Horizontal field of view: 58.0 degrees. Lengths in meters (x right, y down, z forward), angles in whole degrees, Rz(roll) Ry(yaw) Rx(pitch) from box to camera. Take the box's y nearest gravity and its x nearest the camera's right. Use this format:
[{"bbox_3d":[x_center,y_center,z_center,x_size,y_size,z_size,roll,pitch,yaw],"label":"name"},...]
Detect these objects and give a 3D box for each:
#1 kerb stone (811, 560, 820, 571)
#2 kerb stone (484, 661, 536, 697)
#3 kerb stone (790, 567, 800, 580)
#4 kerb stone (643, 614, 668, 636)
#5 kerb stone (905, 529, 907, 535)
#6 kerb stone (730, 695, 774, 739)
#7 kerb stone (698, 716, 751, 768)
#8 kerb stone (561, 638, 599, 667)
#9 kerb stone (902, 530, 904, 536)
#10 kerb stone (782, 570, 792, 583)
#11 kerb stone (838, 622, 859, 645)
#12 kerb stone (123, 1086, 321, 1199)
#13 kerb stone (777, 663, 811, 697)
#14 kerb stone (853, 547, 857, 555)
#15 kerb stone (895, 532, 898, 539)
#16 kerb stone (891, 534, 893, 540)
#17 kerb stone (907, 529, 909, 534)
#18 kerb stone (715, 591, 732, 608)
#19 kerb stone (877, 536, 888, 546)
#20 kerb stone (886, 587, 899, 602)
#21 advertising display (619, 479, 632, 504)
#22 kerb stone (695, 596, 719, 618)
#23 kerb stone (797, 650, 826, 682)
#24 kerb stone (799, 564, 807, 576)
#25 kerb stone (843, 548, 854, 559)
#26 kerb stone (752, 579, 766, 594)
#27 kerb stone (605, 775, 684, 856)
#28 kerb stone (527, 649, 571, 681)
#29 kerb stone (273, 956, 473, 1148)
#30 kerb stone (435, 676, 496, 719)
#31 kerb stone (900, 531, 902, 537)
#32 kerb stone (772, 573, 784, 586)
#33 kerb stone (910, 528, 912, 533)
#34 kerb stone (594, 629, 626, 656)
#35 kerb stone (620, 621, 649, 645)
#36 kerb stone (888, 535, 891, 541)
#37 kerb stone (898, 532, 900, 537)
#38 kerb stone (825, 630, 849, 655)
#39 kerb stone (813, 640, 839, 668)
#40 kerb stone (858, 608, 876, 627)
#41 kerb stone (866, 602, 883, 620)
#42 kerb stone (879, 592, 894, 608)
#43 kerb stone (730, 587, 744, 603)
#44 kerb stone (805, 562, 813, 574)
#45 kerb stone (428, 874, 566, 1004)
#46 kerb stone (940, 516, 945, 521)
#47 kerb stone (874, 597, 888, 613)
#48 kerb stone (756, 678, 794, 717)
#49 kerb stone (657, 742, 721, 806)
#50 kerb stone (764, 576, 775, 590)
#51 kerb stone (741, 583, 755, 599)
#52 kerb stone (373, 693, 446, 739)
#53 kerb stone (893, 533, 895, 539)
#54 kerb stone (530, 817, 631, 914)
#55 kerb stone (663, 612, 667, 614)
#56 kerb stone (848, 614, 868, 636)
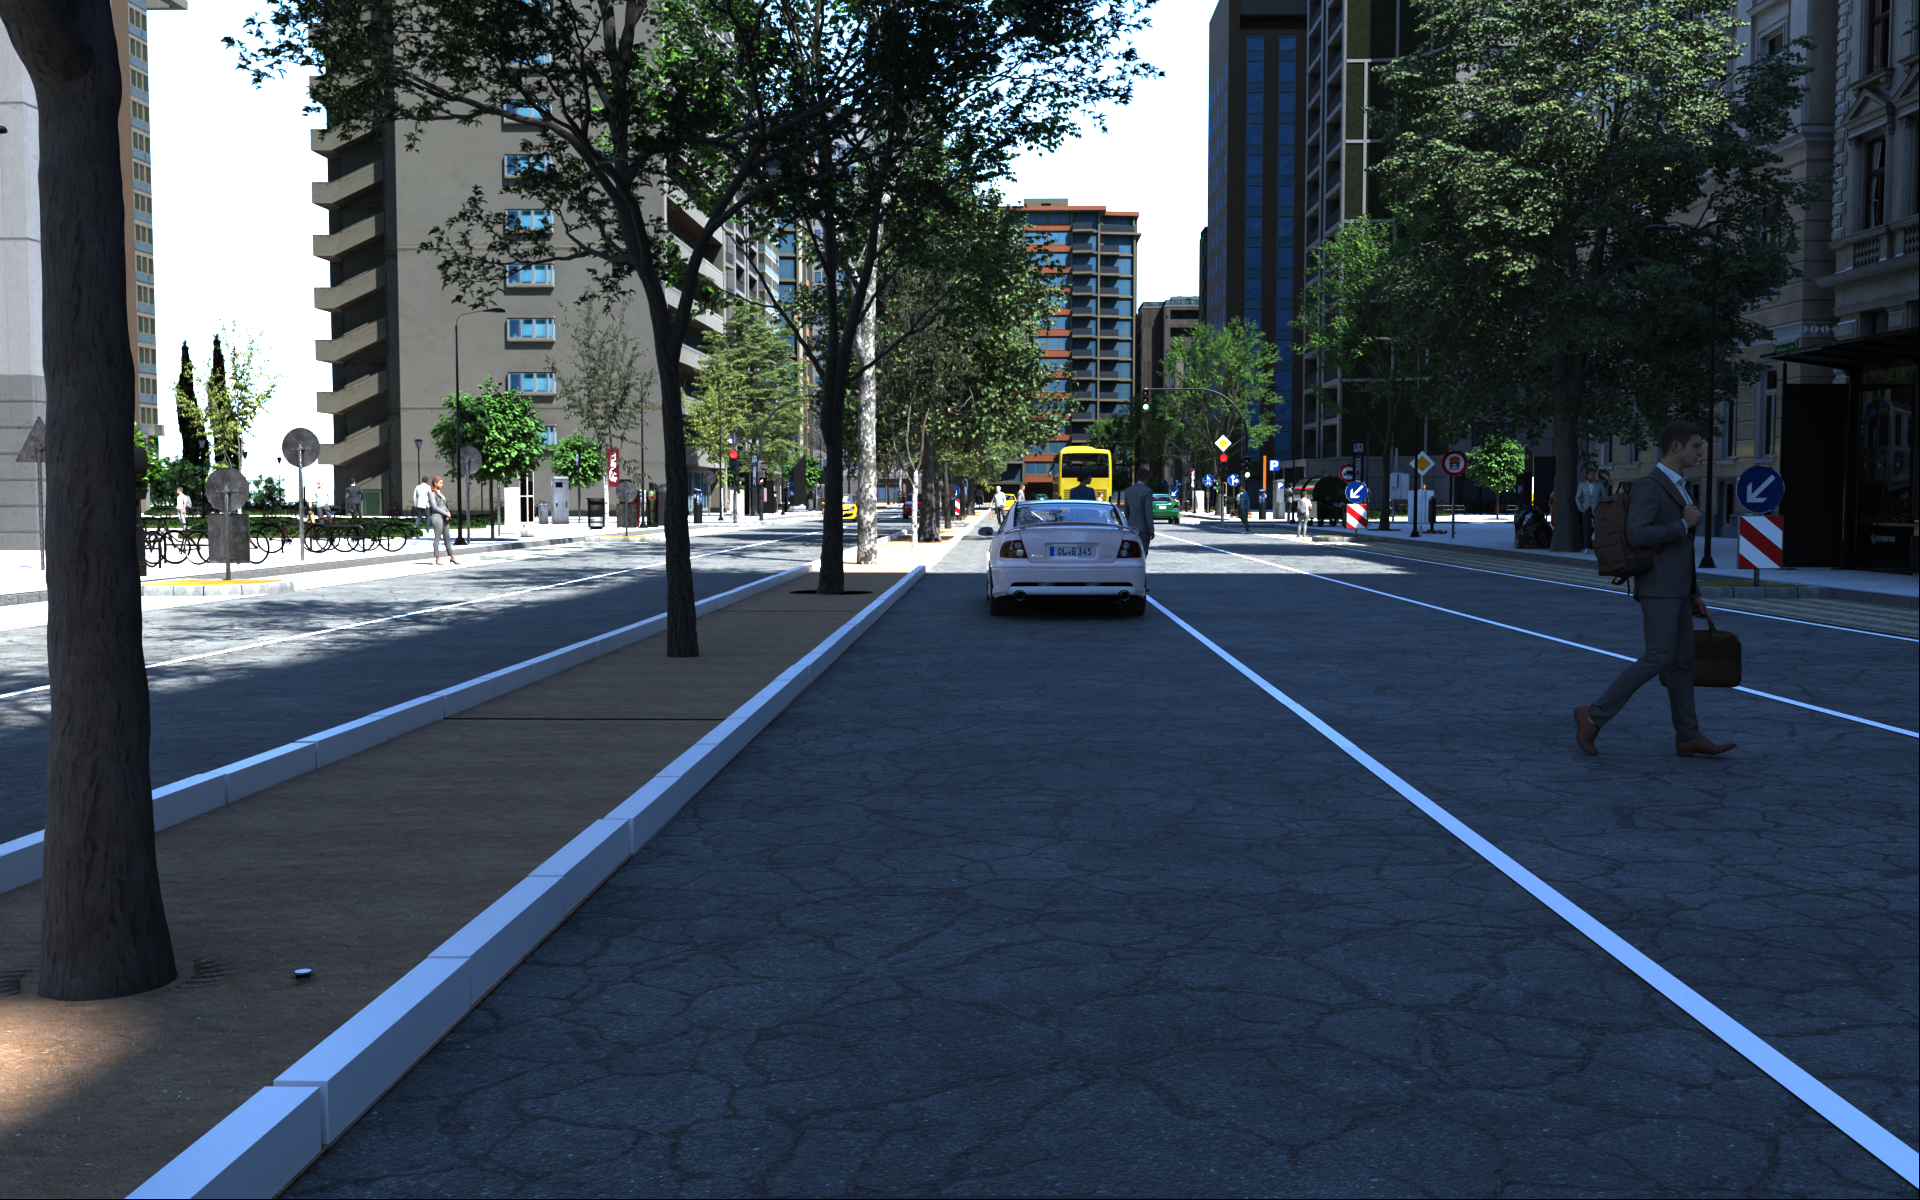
[{"bbox_3d":[-2.759,-0.603,32.047,0.120,0.150,1.000,0,4,2],"label":"kerb stone"},{"bbox_3d":[-3.297,0.588,12.581,0.120,0.150,1.000,0,4,2],"label":"kerb stone"},{"bbox_3d":[-2.843,-0.415,28.976,0.120,0.150,1.000,0,4,2],"label":"kerb stone"},{"bbox_3d":[-3.156,0.275,17.705,0.120,0.150,1.000,0,4,2],"label":"kerb stone"},{"bbox_3d":[-1.993,-2.288,59.714,0.120,0.150,1.000,0,4,2],"label":"kerb stone"},{"bbox_3d":[-1.260,0.720,10.427,0.120,0.150,1.000,0,4,2],"label":"kerb stone"},{"bbox_3d":[-1.286,0.782,9.405,0.120,0.150,1.000,0,4,2],"label":"kerb stone"},{"bbox_3d":[-3.246,0.463,14.632,0.120,0.150,1.000,0,4,2],"label":"kerb stone"},{"bbox_3d":[-2.052,-2.169,57.661,0.120,0.150,1.000,0,4,2],"label":"kerb stone"},{"bbox_3d":[-2.869,-0.350,27.955,0.120,0.150,1.000,0,4,2],"label":"kerb stone"},{"bbox_3d":[-1.097,0.347,16.579,0.120,0.150,1.000,0,4,2],"label":"kerb stone"},{"bbox_3d":[-1.458,1.159,3.254,0.120,0.150,1.000,0,4,2],"label":"kerb stone"},{"bbox_3d":[-1.211,0.595,12.477,0.120,0.150,1.000,0,4,2],"label":"kerb stone"},{"bbox_3d":[-2.536,-1.093,40.249,0.120,0.150,1.000,0,4,2],"label":"kerb stone"},{"bbox_3d":[-2.141,-1.981,54.583,0.120,0.150,1.000,0,4,2],"label":"kerb stone"},{"bbox_3d":[-2.200,-1.855,52.528,0.120,0.150,1.000,0,4,2],"label":"kerb stone"},{"bbox_3d":[-1.965,-2.353,60.745,0.120,0.150,1.000,0,4,2],"label":"kerb stone"},{"bbox_3d":[-3.043,0.024,21.806,0.120,0.150,1.000,0,4,2],"label":"kerb stone"},{"bbox_3d":[-2.252,-1.728,50.475,0.120,0.150,1.000,0,4,2],"label":"kerb stone"},{"bbox_3d":[-0.921,-0.032,22.724,0.120,0.150,1.000,0,4,2],"label":"kerb stone"},{"bbox_3d":[-14.608,-4.313,75.731,0.123,1.923,0.974,-3,4,-39],"label":"advertising display"},{"bbox_3d":[-3.071,0.087,20.778,0.120,0.150,1.000,0,4,2],"label":"kerb stone"},{"bbox_3d":[-1.174,0.533,13.498,0.120,0.150,1.000,0,4,2],"label":"kerb stone"},{"bbox_3d":[-2.816,-0.477,29.998,0.120,0.150,1.000,0,4,2],"label":"kerb stone"},{"bbox_3d":[-2.565,-1.041,39.217,0.120,0.150,1.000,0,4,2],"label":"kerb stone"},{"bbox_3d":[-2.957,-0.164,24.883,0.120,0.150,1.000,0,4,2],"label":"kerb stone"},{"bbox_3d":[-1.339,0.908,7.353,0.120,0.150,1.000,0,4,2],"label":"kerb stone"},{"bbox_3d":[-3.267,0.525,13.611,0.120,0.150,1.000,0,4,2],"label":"kerb stone"},{"bbox_3d":[-1.428,1.095,4.289,0.120,0.150,1.000,0,4,2],"label":"kerb stone"},{"bbox_3d":[-3.323,0.651,11.550,0.120,0.150,1.000,0,4,2],"label":"kerb stone"},{"bbox_3d":[-2.080,-2.107,56.639,0.120,0.150,1.000,0,4,2],"label":"kerb stone"},{"bbox_3d":[-2.909,-0.290,26.932,0.120,0.150,1.000,0,4,2],"label":"kerb stone"},{"bbox_3d":[-1.906,-2.483,62.788,0.120,0.150,1.000,0,4,2],"label":"kerb stone"},{"bbox_3d":[-3.210,0.400,15.660,0.120,0.150,1.000,0,4,2],"label":"kerb stone"},{"bbox_3d":[-3.184,0.338,16.683,0.120,0.150,1.000,0,4,2],"label":"kerb stone"},{"bbox_3d":[-2.221,-1.792,51.496,0.120,0.150,1.000,0,4,2],"label":"kerb stone"},{"bbox_3d":[-2.104,-2.042,55.605,0.120,0.150,1.000,0,4,2],"label":"kerb stone"},{"bbox_3d":[-1.121,0.408,15.549,0.120,0.150,1.000,0,4,2],"label":"kerb stone"},{"bbox_3d":[-1.145,0.470,14.523,0.120,0.150,1.000,0,4,2],"label":"kerb stone"},{"bbox_3d":[-1.034,0.219,18.622,0.120,0.150,1.000,0,4,2],"label":"kerb stone"},{"bbox_3d":[-1.002,0.156,19.644,0.120,0.150,1.000,0,4,2],"label":"kerb stone"},{"bbox_3d":[-0.950,0.030,21.702,0.120,0.150,1.000,0,4,2],"label":"kerb stone"},{"bbox_3d":[-3.014,-0.034,22.834,0.120,0.150,1.000,0,4,2],"label":"kerb stone"},{"bbox_3d":[-2.795,-0.535,31.021,0.120,0.150,1.000,0,4,2],"label":"kerb stone"},{"bbox_3d":[-1.405,1.033,5.311,0.120,0.150,1.000,0,4,2],"label":"kerb stone"},{"bbox_3d":[-0.937,-4.645,98.133,0.120,0.150,1.000,0,4,2],"label":"kerb stone"},{"bbox_3d":[-0.979,0.099,20.672,0.120,0.150,1.000,0,4,2],"label":"kerb stone"},{"bbox_3d":[-1.236,0.659,11.454,0.120,0.150,1.000,0,4,2],"label":"kerb stone"},{"bbox_3d":[-1.314,0.845,8.375,0.120,0.150,1.000,0,4,2],"label":"kerb stone"},{"bbox_3d":[-2.929,-0.227,25.907,0.120,0.150,1.000,0,4,2],"label":"kerb stone"},{"bbox_3d":[-2.988,-0.102,23.860,0.120,0.150,1.000,0,4,2],"label":"kerb stone"},{"bbox_3d":[-3.360,0.714,10.527,0.120,0.150,1.000,0,4,2],"label":"kerb stone"},{"bbox_3d":[-2.173,-1.909,53.560,0.120,0.150,1.000,0,4,2],"label":"kerb stone"},{"bbox_3d":[-1.380,0.970,6.332,0.120,0.150,1.000,0,4,2],"label":"kerb stone"},{"bbox_3d":[-3.130,0.212,18.731,0.120,0.150,1.000,0,4,2],"label":"kerb stone"},{"bbox_3d":[-1.058,0.281,17.600,0.120,0.150,1.000,0,4,2],"label":"kerb stone"}]
